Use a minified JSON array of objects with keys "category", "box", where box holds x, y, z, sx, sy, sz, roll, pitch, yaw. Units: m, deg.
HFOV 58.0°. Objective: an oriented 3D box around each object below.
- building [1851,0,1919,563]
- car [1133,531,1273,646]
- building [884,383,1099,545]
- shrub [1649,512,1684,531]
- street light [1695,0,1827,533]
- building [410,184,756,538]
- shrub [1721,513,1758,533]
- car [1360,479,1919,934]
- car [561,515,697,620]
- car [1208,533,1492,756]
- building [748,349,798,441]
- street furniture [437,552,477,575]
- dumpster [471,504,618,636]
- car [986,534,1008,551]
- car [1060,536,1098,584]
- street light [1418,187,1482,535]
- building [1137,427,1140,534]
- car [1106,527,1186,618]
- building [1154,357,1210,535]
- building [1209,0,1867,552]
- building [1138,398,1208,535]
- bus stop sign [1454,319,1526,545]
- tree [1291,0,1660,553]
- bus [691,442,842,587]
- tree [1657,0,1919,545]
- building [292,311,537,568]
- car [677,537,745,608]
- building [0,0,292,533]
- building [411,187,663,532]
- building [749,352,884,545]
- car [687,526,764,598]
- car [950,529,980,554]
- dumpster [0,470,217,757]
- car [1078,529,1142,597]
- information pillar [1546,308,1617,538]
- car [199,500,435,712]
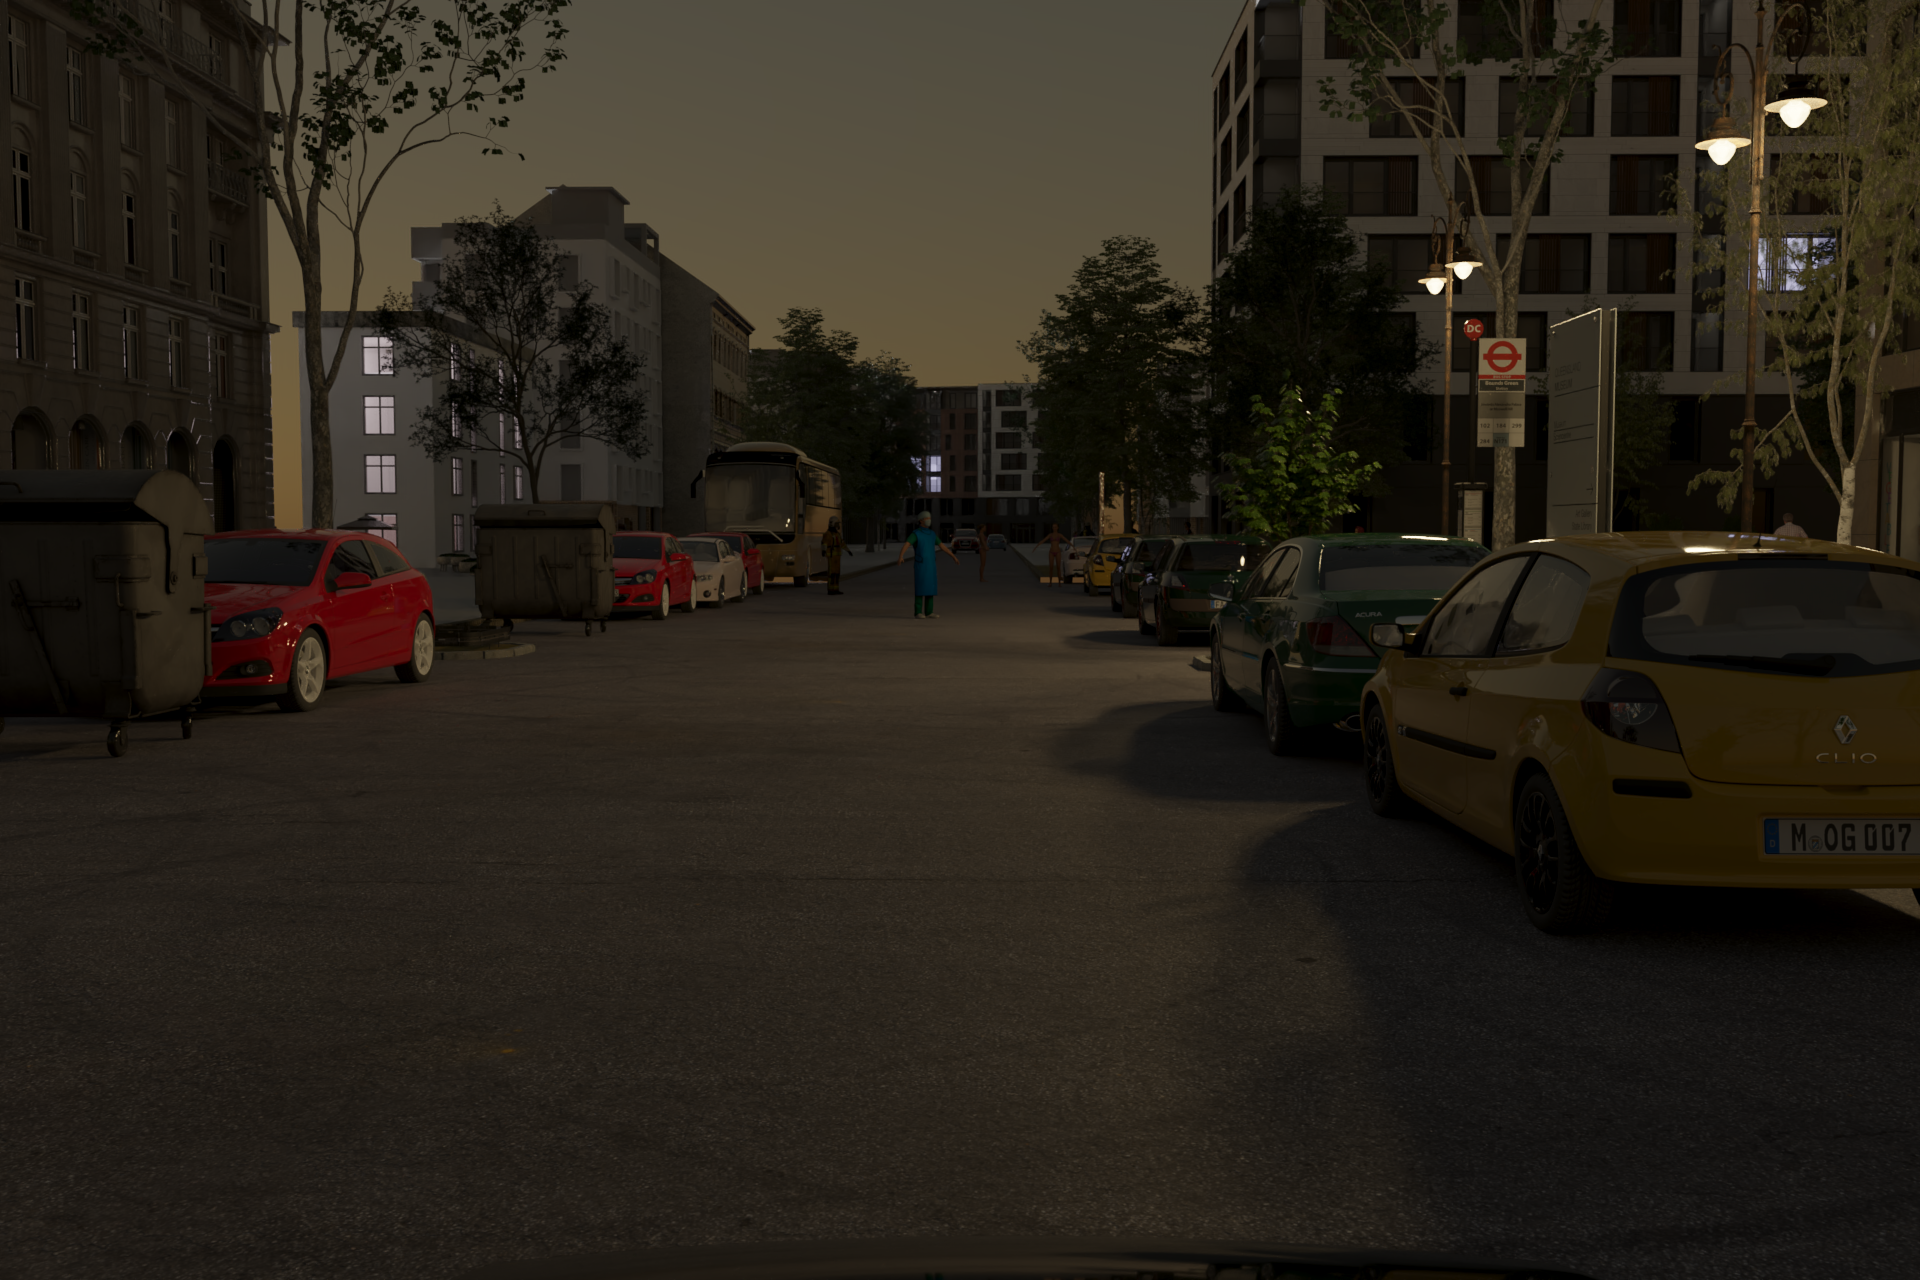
[{"category":"building","box":[27.654,-13.123,17.771,19.351,26.588,34.151,0,4,1]},{"category":"car","box":[3.397,-0.838,23.486,2.009,1.686,4.222,0,4,1]},{"category":"building","box":[2.864,-24.538,247.621,32.646,21.610,27.936,1,4,11]},{"category":"shrub","box":[23.084,-3.195,56.665,1.690,2.028,1.600,0,3,0]},{"category":"street light","box":[6.893,-2.587,15.081,0.468,5.910,1.993,0,4,1]},{"category":"building","box":[-24.815,-17.580,118.365,19.493,23.208,18.063,0,4,1]},{"category":"shrub","box":[27.585,-3.504,61.711,1.690,2.028,1.600,0,3,0]},{"category":"car","box":[2.934,0.160,7.615,2.015,1.641,3.980,0,4,1]},{"category":"car","box":[-5.754,-1.290,30.130,2.155,1.783,4.494,0,4,1]},{"category":"car","box":[2.946,-0.049,12.598,2.131,1.459,4.920,0,4,1]},{"category":"building","box":[-23.013,-19.690,178.344,16.016,20.090,11.380,0,4,1]},{"category":"street furniture","box":[-13.712,-2.533,57.044,5.734,0.657,10.072,-2,4,-31]},{"category":"dumpster","box":[-5.902,-1.007,24.680,1.865,1.857,1.264,0,4,1]},{"category":"car","box":[3.049,-8.215,146.314,2.014,1.417,4.499,0,4,1]},{"category":"car","box":[3.914,-2.384,51.342,2.083,1.381,4.827,0,4,0]},{"category":"street light","box":[6.618,-3.104,23.540,0.468,5.910,1.993,0,4,1]},{"category":"building","box":[28.158,-22.508,224.423,16.016,20.090,11.380,0,4,1]},{"category":"car","box":[3.638,-1.287,30.825,2.009,1.686,4.222,0,4,1]},{"category":"building","box":[25.622,-19.891,181.638,16.016,20.090,11.380,0,4,1]},{"category":"building","box":[25.179,-14.407,79.531,27.936,21.610,32.646,0,4,1]},{"category":"building","box":[30.882,-22.649,201.234,19.493,23.208,18.063,0,4,1]},{"category":"bus stop sign","box":[6.591,-2.012,21.591,0.855,3.939,0.416,0,4,1]},{"category":"tree","box":[8.832,-10.763,31.857,12.611,20.169,13.585,0,3,0]},{"category":"bus","box":[-5.223,-3.566,49.847,2.896,3.916,12.252,0,4,1]},{"category":"tree","box":[9.682,-4.183,18.762,4.360,8.622,3.978,0,3,0]},{"category":"building","box":[-23.921,-8.391,79.344,9.099,9.664,28.070,0,4,1]},{"category":"car","box":[-5.469,-1.378,34.885,2.083,1.381,4.827,0,4,1]},{"category":"building","box":[-28.014,-12.417,43.678,13.314,22.015,24.055,0,4,1]},{"category":"building","box":[-23.902,-14.642,95.811,16.016,20.090,11.380,0,4,1]},{"category":"building","box":[-24.147,-22.424,210.600,27.936,21.610,32.646,0,4,1]},{"category":"car","box":[-5.586,-1.866,39.553,2.155,1.783,4.494,0,4,1]},{"category":"car","box":[0.427,-7.196,126.319,2.281,1.827,5.304,0,4,1]},{"category":"dumpster","box":[-6.115,-0.205,11.575,1.865,1.857,1.264,0,4,1]},{"category":"car","box":[3.833,-1.890,41.124,2.015,1.641,3.980,0,4,1]},{"category":"information pillar","box":[6.756,-1.688,18.915,0.184,3.620,1.656,0,4,1]},{"category":"car","box":[-6.089,-0.382,15.291,2.155,1.783,4.494,0,4,1]}]
